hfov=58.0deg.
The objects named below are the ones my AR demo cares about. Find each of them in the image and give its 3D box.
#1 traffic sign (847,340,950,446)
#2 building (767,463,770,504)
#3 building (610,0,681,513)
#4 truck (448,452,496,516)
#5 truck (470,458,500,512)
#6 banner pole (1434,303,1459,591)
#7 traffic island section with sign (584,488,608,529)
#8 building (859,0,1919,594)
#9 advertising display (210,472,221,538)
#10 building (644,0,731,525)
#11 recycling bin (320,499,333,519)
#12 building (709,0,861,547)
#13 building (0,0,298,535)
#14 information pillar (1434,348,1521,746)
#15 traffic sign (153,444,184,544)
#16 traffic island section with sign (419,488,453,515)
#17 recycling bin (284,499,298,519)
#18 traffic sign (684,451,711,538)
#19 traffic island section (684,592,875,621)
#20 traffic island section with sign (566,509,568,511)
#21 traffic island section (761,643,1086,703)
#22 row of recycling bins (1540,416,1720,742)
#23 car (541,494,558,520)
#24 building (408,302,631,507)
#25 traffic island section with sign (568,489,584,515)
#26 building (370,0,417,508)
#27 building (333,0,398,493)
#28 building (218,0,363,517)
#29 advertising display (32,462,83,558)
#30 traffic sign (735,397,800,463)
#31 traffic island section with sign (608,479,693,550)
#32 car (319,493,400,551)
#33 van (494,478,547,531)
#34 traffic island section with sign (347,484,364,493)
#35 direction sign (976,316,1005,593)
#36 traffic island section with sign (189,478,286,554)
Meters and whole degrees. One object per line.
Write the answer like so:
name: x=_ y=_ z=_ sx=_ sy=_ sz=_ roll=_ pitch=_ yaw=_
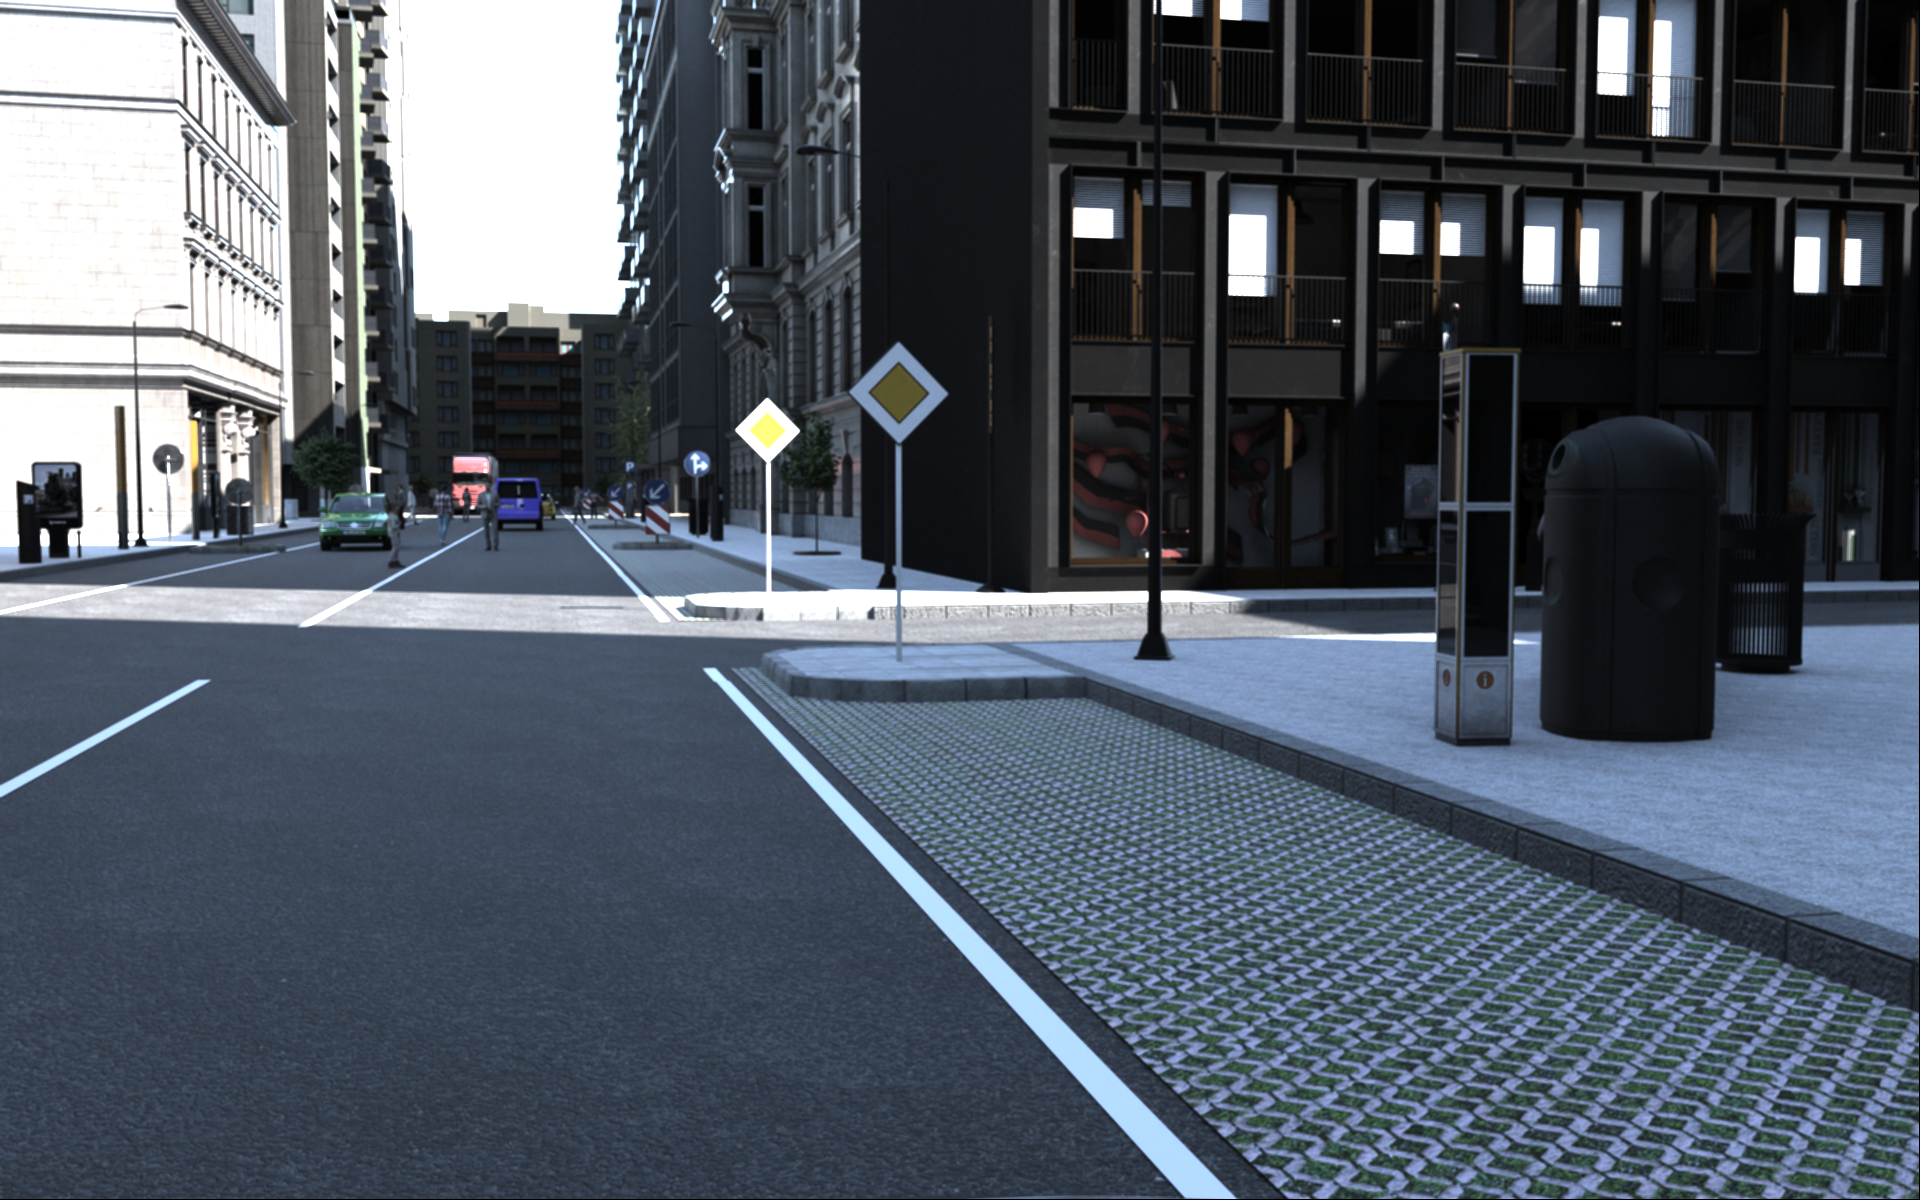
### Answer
traffic sign: x=-0.444 y=-0.673 z=13.192 sx=0.795 sy=2.593 sz=0.064 roll=-1 pitch=4 yaw=-13
building: x=-21.821 y=-46.009 z=190.504 sx=20.611 sy=71.187 sz=20.563 roll=-1 pitch=4 yaw=-13
building: x=-19.202 y=-32.755 z=155.152 sx=23.786 sy=49.044 sz=30.456 roll=-1 pitch=4 yaw=-13
truck: x=-33.422 y=-7.966 z=119.155 sx=2.839 sy=4.237 sz=11.283 roll=-1 pitch=4 yaw=-12
truck: x=-37.183 y=-8.912 z=134.630 sx=2.839 sy=4.237 sz=11.283 roll=-1 pitch=4 yaw=-14
banner pole: x=6.366 y=-1.992 z=22.593 sx=0.401 sy=3.779 sz=0.863 roll=2 pitch=4 yaw=28
traffic island section with sign: x=-14.306 y=-3.833 z=71.290 sx=1.989 sy=1.847 sz=2.006 roll=-1 pitch=4 yaw=-13
building: x=7.169 y=-12.212 z=29.345 sx=15.834 sy=23.373 sz=12.332 roll=-1 pitch=4 yaw=-13
advertising display: x=-21.658 y=-2.764 z=50.401 sx=0.123 sy=1.923 sz=0.974 roll=-1 pitch=4 yaw=-15
building: x=-7.450 y=-17.793 z=84.415 sx=14.314 sy=27.812 sz=24.014 roll=-1 pitch=4 yaw=-13
recycling bin: x=-32.322 y=-4.660 z=88.752 sx=0.722 sy=1.027 sz=0.722 roll=-3 pitch=4 yaw=-38
building: x=-0.629 y=-14.490 z=55.998 sx=14.460 sy=24.649 sz=34.723 roll=-1 pitch=4 yaw=-13
building: x=-29.459 y=-12.512 z=55.477 sx=10.553 sy=20.767 sz=40.483 roll=-1 pitch=4 yaw=-13
information pillar: x=2.650 y=-0.269 z=8.897 sx=0.304 sy=2.012 sz=0.304 roll=0 pitch=4 yaw=-7
traffic sign: x=-20.202 y=-2.698 z=44.215 sx=0.768 sy=2.556 sz=0.104 roll=0 pitch=4 yaw=-5
traffic island section with sign: x=-35.821 y=-6.700 z=118.173 sx=1.989 sy=1.847 sz=2.006 roll=-1 pitch=4 yaw=-13
recycling bin: x=-34.116 y=-4.615 z=88.011 sx=0.722 sy=1.027 sz=0.722 roll=0 pitch=4 yaw=1
traffic sign: x=-7.718 y=-3.109 z=50.945 sx=0.768 sy=2.556 sz=0.104 roll=-1 pitch=4 yaw=-9
traffic island section: x=-2.280 y=0.075 z=21.047 sx=2.009 sy=0.180 sz=2.903 roll=-1 pitch=4 yaw=-13
traffic island section with sign: x=-32.275 y=-8.427 z=146.413 sx=1.989 sy=1.847 sz=2.006 roll=-1 pitch=4 yaw=-13
traffic island section: x=-0.423 y=0.551 z=13.280 sx=2.009 sy=0.180 sz=2.903 roll=-1 pitch=4 yaw=-13
row of recycling bins: x=4.062 y=-0.210 z=10.548 sx=1.069 sy=1.692 sz=3.534 roll=1 pitch=4 yaw=19
car: x=-23.462 y=-5.289 z=96.697 sx=2.015 sy=1.641 sz=3.980 roll=-1 pitch=4 yaw=-13
building: x=-46.848 y=-20.978 z=188.028 sx=28.899 sy=21.520 sz=27.650 roll=-1 pitch=4 yaw=-13
traffic island section with sign: x=-25.980 y=-6.819 z=120.114 sx=1.989 sy=1.847 sz=2.006 roll=-1 pitch=4 yaw=-13
building: x=-60.559 y=-34.045 z=145.879 sx=27.495 sy=52.752 sz=28.713 roll=-1 pitch=4 yaw=-13
building: x=-50.333 y=-28.241 z=116.369 sx=22.147 sy=44.769 sz=28.867 roll=-1 pitch=4 yaw=-13
building: x=-41.239 y=-19.866 z=96.509 sx=14.160 sy=30.474 sz=14.107 roll=-1 pitch=4 yaw=-13
advertising display: x=-18.169 y=-1.814 z=34.880 sx=0.974 sy=1.923 sz=0.123 roll=0 pitch=4 yaw=5
traffic sign: x=-2.301 y=-1.148 z=20.959 sx=0.795 sy=2.593 sz=0.064 roll=-1 pitch=4 yaw=-13
traffic island section with sign: x=-8.032 y=-2.229 z=45.073 sx=1.989 sy=1.847 sz=2.006 roll=-1 pitch=4 yaw=-13
car: x=-15.708 y=-2.239 z=45.412 sx=1.959 sy=1.807 sz=4.718 roll=-1 pitch=4 yaw=-15
van: x=-17.711 y=-3.983 z=69.500 sx=2.240 sy=2.365 sz=5.245 roll=-1 pitch=4 yaw=-13
traffic island section with sign: x=-24.134 y=-3.710 z=69.287 sx=1.989 sy=1.847 sz=2.006 roll=-1 pitch=4 yaw=-13
direction sign: x=0.399 y=-1.865 z=22.493 sx=0.379 sy=3.537 sz=0.876 roll=0 pitch=4 yaw=3
traffic island section with sign: x=-17.752 y=-2.082 z=42.661 sx=1.989 sy=1.847 sz=2.006 roll=-1 pitch=4 yaw=-13
